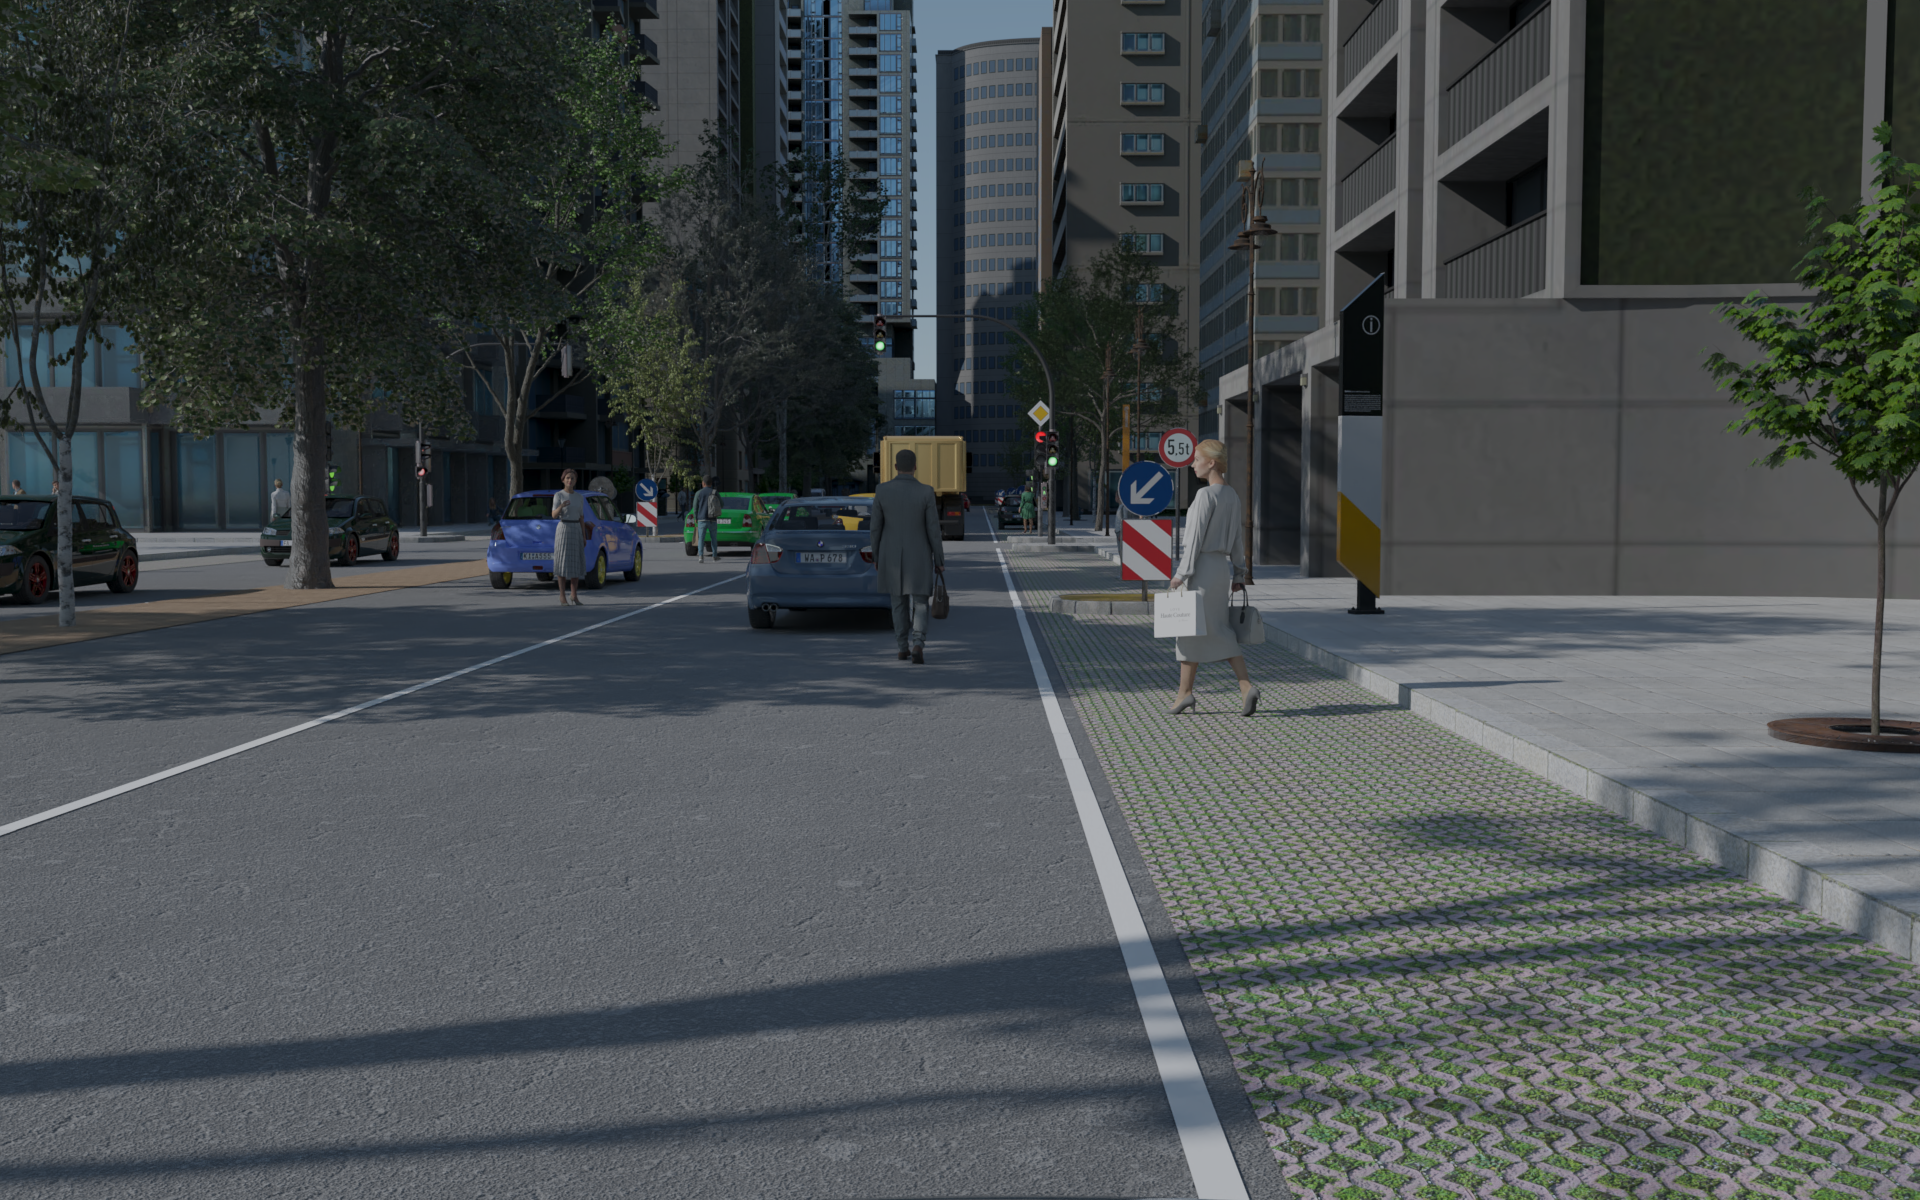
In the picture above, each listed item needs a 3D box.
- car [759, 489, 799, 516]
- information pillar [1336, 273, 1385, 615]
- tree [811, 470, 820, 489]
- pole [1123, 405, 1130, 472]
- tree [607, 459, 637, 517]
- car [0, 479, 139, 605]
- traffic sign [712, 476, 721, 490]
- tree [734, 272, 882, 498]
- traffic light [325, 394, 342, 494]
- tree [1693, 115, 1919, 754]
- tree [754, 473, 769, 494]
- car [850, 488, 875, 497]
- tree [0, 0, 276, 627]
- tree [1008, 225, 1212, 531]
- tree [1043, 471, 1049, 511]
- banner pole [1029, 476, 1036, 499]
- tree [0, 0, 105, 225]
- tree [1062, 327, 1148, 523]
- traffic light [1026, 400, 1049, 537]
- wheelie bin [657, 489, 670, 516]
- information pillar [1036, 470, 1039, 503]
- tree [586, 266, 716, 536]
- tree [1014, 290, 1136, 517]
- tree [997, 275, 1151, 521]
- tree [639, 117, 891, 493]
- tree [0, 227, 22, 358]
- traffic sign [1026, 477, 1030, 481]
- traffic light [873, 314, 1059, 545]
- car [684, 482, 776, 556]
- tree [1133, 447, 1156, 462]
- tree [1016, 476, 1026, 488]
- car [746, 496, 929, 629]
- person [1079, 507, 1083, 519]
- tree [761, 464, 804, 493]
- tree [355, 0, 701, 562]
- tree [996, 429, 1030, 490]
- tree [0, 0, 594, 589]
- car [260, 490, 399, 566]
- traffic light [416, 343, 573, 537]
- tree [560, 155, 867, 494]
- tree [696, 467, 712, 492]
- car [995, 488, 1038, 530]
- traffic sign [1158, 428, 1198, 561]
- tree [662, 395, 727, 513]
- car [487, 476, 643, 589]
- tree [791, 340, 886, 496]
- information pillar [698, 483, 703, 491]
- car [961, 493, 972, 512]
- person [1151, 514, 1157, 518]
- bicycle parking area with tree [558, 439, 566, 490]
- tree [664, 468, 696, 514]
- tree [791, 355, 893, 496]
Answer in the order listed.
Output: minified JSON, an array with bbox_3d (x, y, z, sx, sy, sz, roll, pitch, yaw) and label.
[{"bbox_3d":[-6.343,-3.183,60.844,1.959,1.807,4.718,0,4,2],"label":"car"},{"bbox_3d":[4.267,-1.655,18.409,0.504,3.616,0.183,-1,4,-13],"label":"information pillar"},{"bbox_3d":[-16.704,-12.382,186.152,4.285,4.588,4.351,0,3,0],"label":"tree"},{"bbox_3d":[3.792,-2.797,39.580,0.158,3.312,0.155,0,3,0],"label":"pole"},{"bbox_3d":[-18.741,-6.232,96.500,1.663,3.219,1.824,0,3,0],"label":"tree"},{"bbox_3d":[-12.823,-0.847,23.637,2.009,1.686,4.222,0,4,-1],"label":"car"},{"bbox_3d":[-17.428,-7.551,123.564,0.768,2.556,0.104,1,4,10],"label":"traffic sign"},{"bbox_3d":[-8.844,-11.630,99.259,9.857,13.997,8.962,0,3,0],"label":"tree"},{"bbox_3d":[-16.253,-3.379,44.166,0.839,4.253,0.868,0,4,1],"label":"traffic light"},{"bbox_3d":[4.682,-0.884,9.048,1.663,3.219,1.824,0,3,0],"label":"tree"},{"bbox_3d":[-18.021,-10.085,159.495,1.663,3.219,1.824,0,3,0],"label":"tree"},{"bbox_3d":[-1.659,-1.542,35.440,2.015,1.641,3.980,0,4,2],"label":"car"},{"bbox_3d":[-9.636,-4.026,18.653,4.360,8.622,3.978,0,3,0],"label":"tree"},{"bbox_3d":[5.150,-7.664,59.716,7.601,10.594,8.767,0,4,3],"label":"tree"},{"bbox_3d":[6.164,-8.279,129.963,1.663,3.219,1.824,0,3,0],"label":"tree"},{"bbox_3d":[5.107,-7.972,120.362,0.401,3.779,0.863,-3,5,-42],"label":"banner pole"},{"bbox_3d":[-10.021,-5.623,12.525,7.486,12.596,7.792,0,3,0],"label":"tree"},{"bbox_3d":[6.202,-7.728,76.723,4.737,8.622,4.395,0,3,0],"label":"tree"},{"bbox_3d":[2.395,-3.856,51.964,0.839,4.253,0.868,0,4,1],"label":"traffic light"},{"bbox_3d":[-17.514,-5.739,101.741,0.980,1.594,0.693,0,4,0],"label":"wheelie bin"},{"bbox_3d":[5.344,-7.732,117.770,0.183,3.616,0.504,-2,4,-35],"label":"information pillar"},{"bbox_3d":[-9.585,-6.202,54.223,4.737,8.622,4.395,0,3,0],"label":"tree"},{"bbox_3d":[6.292,-10.923,96.712,7.486,12.596,7.792,0,3,0],"label":"tree"},{"bbox_3d":[5.432,-9.653,83.579,9.928,11.665,9.643,0,3,0],"label":"tree"},{"bbox_3d":[-10.140,-14.032,87.771,12.611,20.169,13.585,0,3,0],"label":"tree"},{"bbox_3d":[-23.719,-5.465,39.716,4.737,8.622,4.395,0,3,0],"label":"tree"},{"bbox_3d":[5.143,-7.660,125.345,0.768,2.556,0.104,0,4,4],"label":"traffic sign"},{"bbox_3d":[0.215,-4.232,43.861,4.771,5.953,1.251,0,4,1],"label":"traffic light"},{"bbox_3d":[-5.435,-1.997,41.452,1.959,1.807,4.718,0,4,1],"label":"car"},{"bbox_3d":[7.732,-4.690,71.276,1.663,3.219,1.824,0,3,0],"label":"tree"},{"bbox_3d":[6.879,-11.466,182.063,1.663,3.219,1.824,0,3,0],"label":"tree"},{"bbox_3d":[-1.315,-0.471,19.706,2.014,1.417,4.499,0,4,3],"label":"car"},{"bbox_3d":[5.876,-4.542,85.806,0.738,1.151,1.012,1,4,21],"label":"person"},{"bbox_3d":[-17.056,-10.953,162.795,4.285,4.588,4.351,0,3,0],"label":"tree"},{"bbox_3d":[-9.276,-6.597,36.079,9.928,11.665,9.643,0,3,0],"label":"tree"},{"bbox_3d":[6.102,-14.788,192.141,4.737,8.622,4.395,0,3,0],"label":"tree"},{"bbox_3d":[-9.859,-7.141,25.868,9.857,13.997,8.962,0,3,0],"label":"tree"},{"bbox_3d":[-12.937,-1.584,35.682,2.009,1.686,4.222,0,3,0],"label":"car"},{"bbox_3d":[-14.073,-4.740,52.163,4.771,5.953,1.251,0,4,1],"label":"traffic light"},{"bbox_3d":[-9.148,-9.156,62.527,12.009,13.543,11.850,0,3,0],"label":"tree"},{"bbox_3d":[-17.937,-7.596,118.799,1.663,3.219,1.824,0,3,0],"label":"tree"},{"bbox_3d":[2.422,-3.709,70.430,2.009,1.686,4.222,0,4,2],"label":"car"},{"bbox_3d":[4.191,-2.030,33.288,0.768,2.556,0.104,0,4,6],"label":"traffic sign"},{"bbox_3d":[-17.530,-9.983,113.589,4.360,8.622,3.978,0,3,0],"label":"tree"},{"bbox_3d":[-6.159,-1.088,27.379,1.945,1.707,3.694,0,4,2],"label":"car"},{"bbox_3d":[-8.880,-11.973,116.342,7.486,12.596,7.792,0,3,0],"label":"tree"},{"bbox_3d":[-17.574,-6.921,117.650,0.304,2.012,0.304,-2,4,-29],"label":"information pillar"},{"bbox_3d":[-0.101,-8.079,141.131,2.155,1.783,4.494,0,4,1],"label":"car"},{"bbox_3d":[9.672,-4.932,86.868,0.721,1.800,0.419,-1,4,-19],"label":"person"},{"bbox_3d":[-23.073,-6.330,90.505,8.231,4.147,9.016,2,4,27],"label":"bicycle parking area with tree"},{"bbox_3d":[-18.202,-7.073,110.250,1.663,3.219,1.824,0,3,0],"label":"tree"},{"bbox_3d":[-8.261,-10.514,108.766,8.767,10.594,7.601,0,4,1],"label":"tree"}]
